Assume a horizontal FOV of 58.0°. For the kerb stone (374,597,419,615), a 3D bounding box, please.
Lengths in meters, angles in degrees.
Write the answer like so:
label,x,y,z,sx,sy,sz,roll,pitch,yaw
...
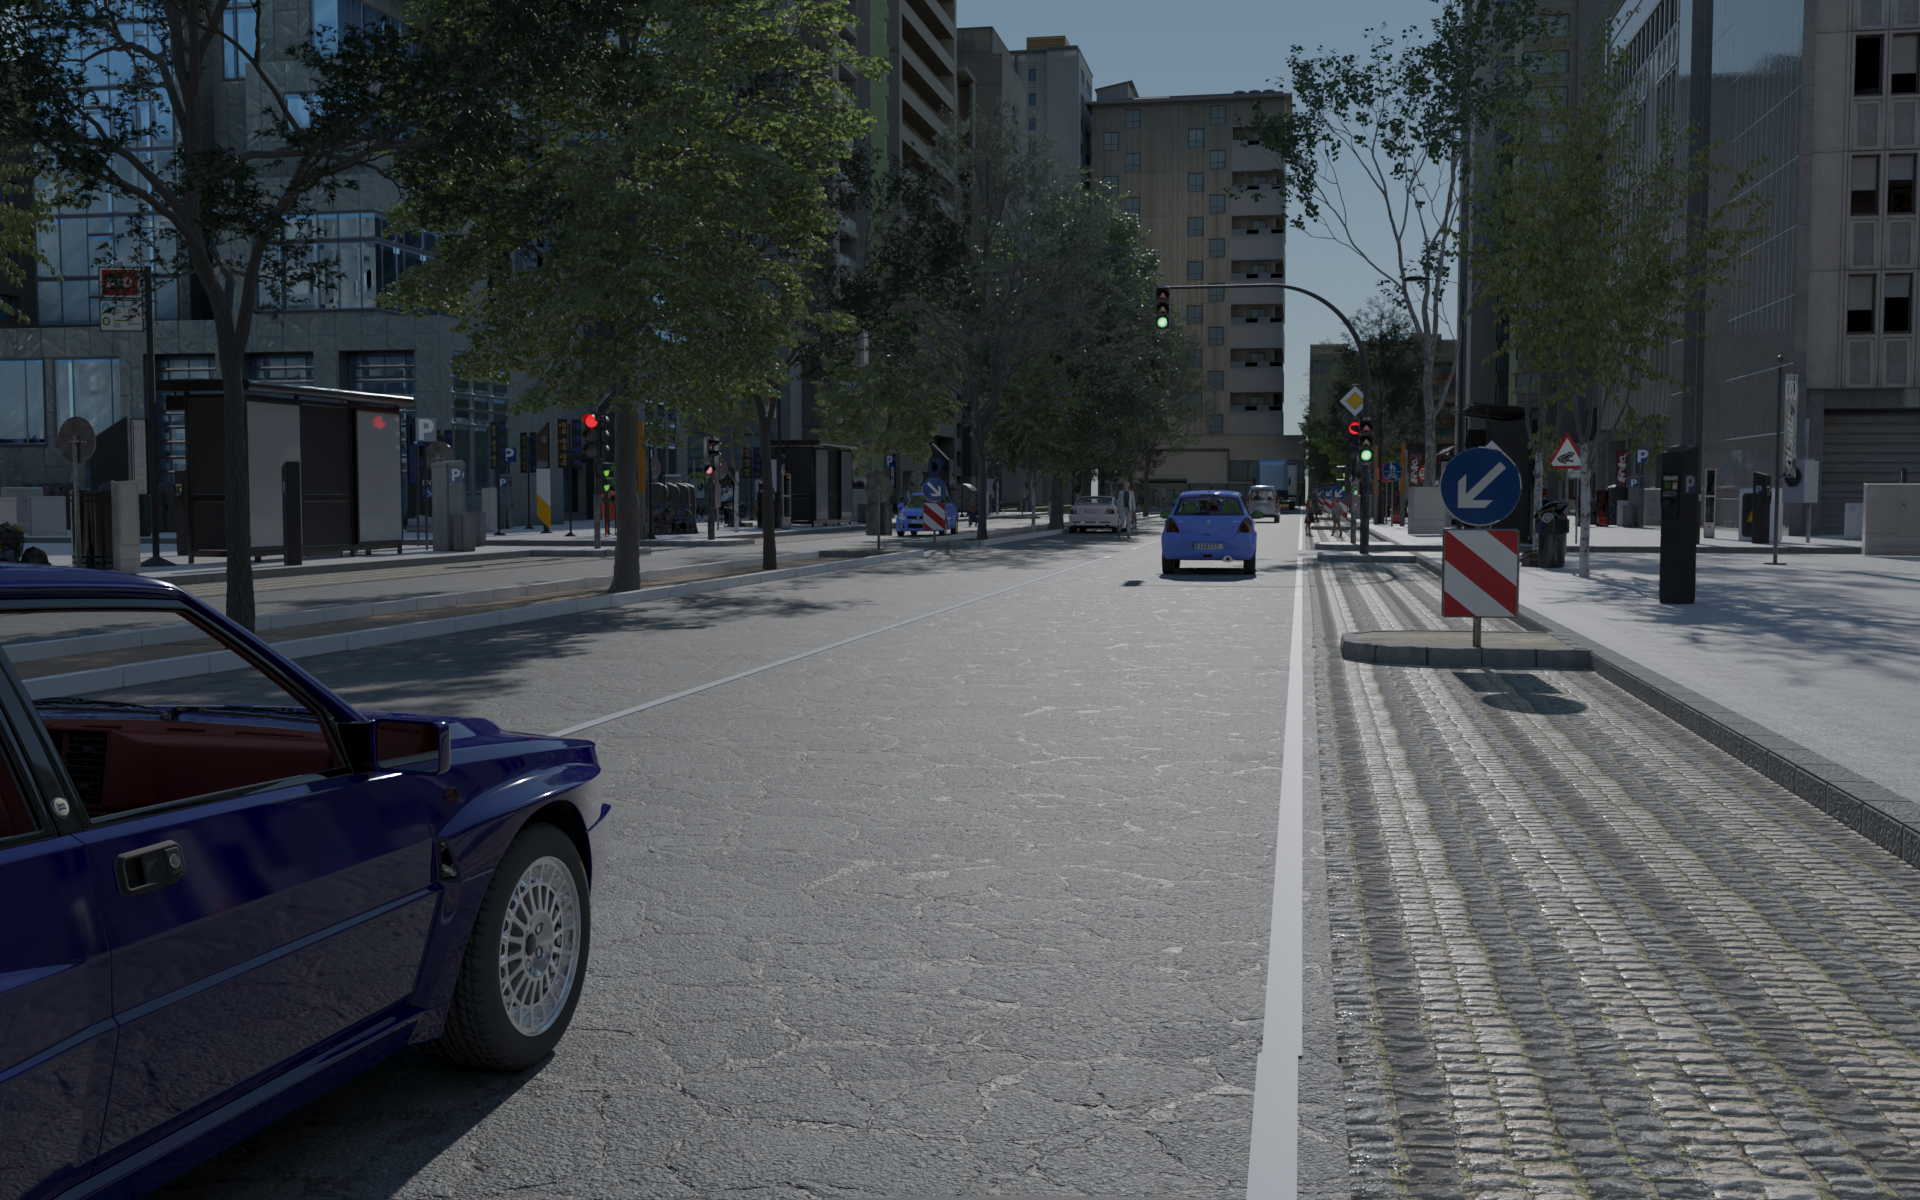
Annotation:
label,x,y,z,sx,sy,sz,roll,pitch,yaw
kerb stone,-6.828,0.093,20.775,0.120,0.150,1.000,1,4,11

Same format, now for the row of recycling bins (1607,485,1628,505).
label,x,y,z,sx,sy,sz,roll,pitch,yaw
row of recycling bins,29.106,-4.253,76.653,1.069,1.692,3.534,1,4,19

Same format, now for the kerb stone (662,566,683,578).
label,x,y,z,sx,sy,sz,roll,pitch,yaw
kerb stone,-5.046,-0.462,29.818,0.120,0.150,1.000,1,4,11

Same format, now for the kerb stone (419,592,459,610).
label,x,y,z,sx,sy,sz,roll,pitch,yaw
kerb stone,-6.633,0.025,21.793,0.120,0.150,1.000,1,4,11

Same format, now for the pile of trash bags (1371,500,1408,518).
label,x,y,z,sx,sy,sz,roll,pitch,yaw
pile of trash bags,23.924,-5.248,95.563,1.912,1.369,3.447,2,4,30

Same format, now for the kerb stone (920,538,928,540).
label,x,y,z,sx,sy,sz,roll,pitch,yaw
kerb stone,-1.150,-1.671,49.517,0.120,0.150,1.000,1,4,11

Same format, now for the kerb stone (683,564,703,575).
label,x,y,z,sx,sy,sz,roll,pitch,yaw
kerb stone,-4.846,-0.527,30.823,0.120,0.150,1.000,1,4,11

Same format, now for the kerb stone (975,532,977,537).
label,x,y,z,sx,sy,sz,roll,pitch,yaw
kerb stone,0.439,-2.163,57.563,0.120,0.150,1.000,1,4,11

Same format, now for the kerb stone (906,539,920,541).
label,x,y,z,sx,sy,sz,roll,pitch,yaw
kerb stone,-1.350,-1.606,48.501,0.120,0.150,1.000,1,4,11

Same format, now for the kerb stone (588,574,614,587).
label,x,y,z,sx,sy,sz,roll,pitch,yaw
kerb stone,-5.638,-0.275,26.807,0.120,0.150,1.000,1,4,11

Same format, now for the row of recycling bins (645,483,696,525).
label,x,y,z,sx,sy,sz,roll,pitch,yaw
row of recycling bins,-10.664,-3.488,64.140,1.069,1.692,3.534,1,4,12

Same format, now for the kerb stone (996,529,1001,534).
label,x,y,z,sx,sy,sz,roll,pitch,yaw
kerb stone,1.237,-2.402,61.577,0.120,0.150,1.000,1,4,11

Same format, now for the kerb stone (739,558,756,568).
label,x,y,z,sx,sy,sz,roll,pitch,yaw
kerb stone,-4.246,-0.706,33.834,0.120,0.150,1.000,1,4,11

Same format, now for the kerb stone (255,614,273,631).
label,x,y,z,sx,sy,sz,roll,pitch,yaw
kerb stone,-7.422,0.271,17.758,0.120,0.150,1.000,1,4,11

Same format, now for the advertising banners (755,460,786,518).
label,x,y,z,sx,sy,sz,roll,pitch,yaw
advertising banners,-9.669,-5.666,88.833,2.074,3.025,0.090,2,4,33

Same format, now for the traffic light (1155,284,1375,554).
label,x,y,z,sx,sy,sz,roll,pitch,yaw
traffic light,6.613,-3.841,37.467,4.771,5.953,1.251,1,4,11

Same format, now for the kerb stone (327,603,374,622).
label,x,y,z,sx,sy,sz,roll,pitch,yaw
kerb stone,-7.033,0.148,19.772,0.120,0.150,1.000,1,4,11

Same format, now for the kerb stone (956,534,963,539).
label,x,y,z,sx,sy,sz,roll,pitch,yaw
kerb stone,-0.146,-1.979,54.549,0.120,0.150,1.000,1,4,11

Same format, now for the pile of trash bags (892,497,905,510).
label,x,y,z,sx,sy,sz,roll,pitch,yaw
pile of trash bags,-3.112,-6.903,122.616,3.447,1.369,1.912,-1,4,-14

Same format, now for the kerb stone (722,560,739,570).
label,x,y,z,sx,sy,sz,roll,pitch,yaw
kerb stone,-4.448,-0.651,32.832,0.120,0.150,1.000,1,4,11

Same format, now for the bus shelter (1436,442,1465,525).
label,x,y,z,sx,sy,sz,roll,pitch,yaw
bus shelter,19.975,-4.565,68.558,2.014,3.302,5.546,1,4,11

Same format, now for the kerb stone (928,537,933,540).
label,x,y,z,sx,sy,sz,roll,pitch,yaw
kerb stone,-0.951,-1.727,50.520,0.120,0.150,1.000,1,4,11

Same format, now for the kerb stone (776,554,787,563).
label,x,y,z,sx,sy,sz,roll,pitch,yaw
kerb stone,-3.847,-0.829,35.844,0.120,0.150,1.000,1,4,11

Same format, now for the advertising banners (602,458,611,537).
label,x,y,z,sx,sy,sz,roll,pitch,yaw
advertising banners,-10.495,-3.373,51.339,0.090,3.025,2.074,0,4,-6

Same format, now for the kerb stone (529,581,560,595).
label,x,y,z,sx,sy,sz,roll,pitch,yaw
kerb stone,-6.032,-0.156,24.799,0.120,0.150,1.000,1,4,11

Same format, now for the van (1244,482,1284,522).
label,x,y,z,sx,sy,sz,roll,pitch,yaw
van,15.610,-5.021,89.107,2.013,2.044,4.112,1,4,12

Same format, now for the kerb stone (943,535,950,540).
label,x,y,z,sx,sy,sz,roll,pitch,yaw
kerb stone,-0.553,-1.855,52.529,0.120,0.150,1.000,1,4,11

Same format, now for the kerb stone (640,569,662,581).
label,x,y,z,sx,sy,sz,roll,pitch,yaw
kerb stone,-5.240,-0.405,28.811,0.120,0.150,1.000,1,4,11

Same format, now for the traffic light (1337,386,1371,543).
label,x,y,z,sx,sy,sz,roll,pitch,yaw
traffic light,10.231,-3.432,45.036,0.839,4.253,0.868,1,4,11

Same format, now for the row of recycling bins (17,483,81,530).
label,x,y,z,sx,sy,sz,roll,pitch,yaw
row of recycling bins,-33.154,-3.420,63.027,3.534,1.692,1.069,2,4,33

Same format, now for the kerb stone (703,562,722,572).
label,x,y,z,sx,sy,sz,roll,pitch,yaw
kerb stone,-4.641,-0.587,31.828,0.120,0.150,1.000,1,4,11

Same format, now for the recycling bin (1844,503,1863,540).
label,x,y,z,sx,sy,sz,roll,pitch,yaw
recycling bin,25.363,-2.219,48.839,0.722,1.027,0.722,2,4,28

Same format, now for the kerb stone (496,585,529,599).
label,x,y,z,sx,sy,sz,roll,pitch,yaw
kerb stone,-6.233,-0.098,23.797,0.120,0.150,1.000,1,4,11

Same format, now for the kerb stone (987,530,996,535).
label,x,y,z,sx,sy,sz,roll,pitch,yaw
kerb stone,1.039,-2.347,60.574,0.120,0.150,1.000,1,4,11

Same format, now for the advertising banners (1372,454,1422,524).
label,x,y,z,sx,sy,sz,roll,pitch,yaw
advertising banners,18.979,-4.837,75.279,2.074,3.025,0.090,1,4,15

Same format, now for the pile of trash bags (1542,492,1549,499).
label,x,y,z,sx,sy,sz,roll,pitch,yaw
pile of trash bags,24.856,-4.148,77.579,3.447,1.369,1.912,-1,4,-19

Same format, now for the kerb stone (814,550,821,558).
label,x,y,z,sx,sy,sz,roll,pitch,yaw
kerb stone,-3.252,-1.015,38.856,0.120,0.150,1.000,1,4,11

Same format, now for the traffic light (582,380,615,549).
label,x,y,z,sx,sy,sz,roll,pitch,yaw
traffic light,-8.501,-3.159,40.570,0.839,4.253,0.868,1,4,11

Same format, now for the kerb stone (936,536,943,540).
label,x,y,z,sx,sy,sz,roll,pitch,yaw
kerb stone,-0.751,-1.794,51.524,0.120,0.150,1.000,1,4,11

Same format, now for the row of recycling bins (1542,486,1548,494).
label,x,y,z,sx,sy,sz,roll,pitch,yaw
row of recycling bins,25.936,-4.560,81.671,3.534,1.692,1.069,2,4,33

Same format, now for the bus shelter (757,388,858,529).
label,x,y,z,sx,sy,sz,roll,pitch,yaw
bus shelter,-6.138,-5.538,68.174,2.179,5.291,8.768,1,4,11

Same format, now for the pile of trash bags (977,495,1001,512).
label,x,y,z,sx,sy,sz,roll,pitch,yaw
pile of trash bags,1.294,-6.822,121.295,3.447,1.369,1.912,1,4,12

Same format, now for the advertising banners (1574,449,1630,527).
label,x,y,z,sx,sy,sz,roll,pitch,yaw
advertising banners,25.193,-4.389,67.946,2.074,3.025,0.090,0,4,7

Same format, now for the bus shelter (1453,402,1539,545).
label,x,y,z,sx,sy,sz,roll,pitch,yaw
bus shelter,14.493,-3.409,47.026,1.731,3.624,6.357,1,4,11

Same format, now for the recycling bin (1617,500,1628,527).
label,x,y,z,sx,sy,sz,roll,pitch,yaw
recycling bin,26.424,-3.429,68.625,0.722,1.027,0.722,1,4,21

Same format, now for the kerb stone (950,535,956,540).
label,x,y,z,sx,sy,sz,roll,pitch,yaw
kerb stone,-0.347,-1.912,53.540,0.120,0.150,1.000,1,4,11

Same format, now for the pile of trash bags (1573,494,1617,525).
label,x,y,z,sx,sy,sz,roll,pitch,yaw
pile of trash bags,27.207,-3.887,73.306,1.912,1.369,3.447,-1,4,-20

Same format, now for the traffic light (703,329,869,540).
label,x,y,z,sx,sy,sz,roll,pitch,yaw
traffic light,-4.883,-4.487,48.034,4.771,5.953,1.251,1,4,11

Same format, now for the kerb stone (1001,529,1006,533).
label,x,y,z,sx,sy,sz,roll,pitch,yaw
kerb stone,1.431,-2.470,62.581,0.120,0.150,1.000,1,4,11

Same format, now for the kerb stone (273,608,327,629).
label,x,y,z,sx,sy,sz,roll,pitch,yaw
kerb stone,-7.223,0.211,18.761,0.120,0.150,1.000,1,4,11

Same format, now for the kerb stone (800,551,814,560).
label,x,y,z,sx,sy,sz,roll,pitch,yaw
kerb stone,-3.452,-0.957,37.854,0.120,0.150,1.000,1,4,11

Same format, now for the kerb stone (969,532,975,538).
label,x,y,z,sx,sy,sz,roll,pitch,yaw
kerb stone,0.247,-2.100,56.559,0.120,0.150,1.000,1,4,11

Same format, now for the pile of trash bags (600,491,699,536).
label,x,y,z,sx,sy,sz,roll,pitch,yaw
pile of trash bags,-9.994,-2.750,54.723,1.912,1.369,3.447,3,4,36

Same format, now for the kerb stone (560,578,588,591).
label,x,y,z,sx,sy,sz,roll,pitch,yaw
kerb stone,-5.833,-0.221,25.802,0.120,0.150,1.000,1,4,11

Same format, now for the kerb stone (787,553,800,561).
label,x,y,z,sx,sy,sz,roll,pitch,yaw
kerb stone,-3.651,-0.896,36.847,0.120,0.150,1.000,1,4,11

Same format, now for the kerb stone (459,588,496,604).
label,x,y,z,sx,sy,sz,roll,pitch,yaw
kerb stone,-6.429,-0.037,22.794,0.120,0.150,1.000,1,4,11

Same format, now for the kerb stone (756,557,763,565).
label,x,y,z,sx,sy,sz,roll,pitch,yaw
kerb stone,-4.050,-0.767,34.840,0.120,0.150,1.000,1,4,11

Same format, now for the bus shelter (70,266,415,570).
label,x,y,z,sx,sy,sz,roll,pitch,yaw
bus shelter,-13.605,-3.391,33.081,2.179,5.291,8.768,1,4,11

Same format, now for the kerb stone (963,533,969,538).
label,x,y,z,sx,sy,sz,roll,pitch,yaw
kerb stone,0.047,-2.038,55.556,0.120,0.150,1.000,1,4,11
